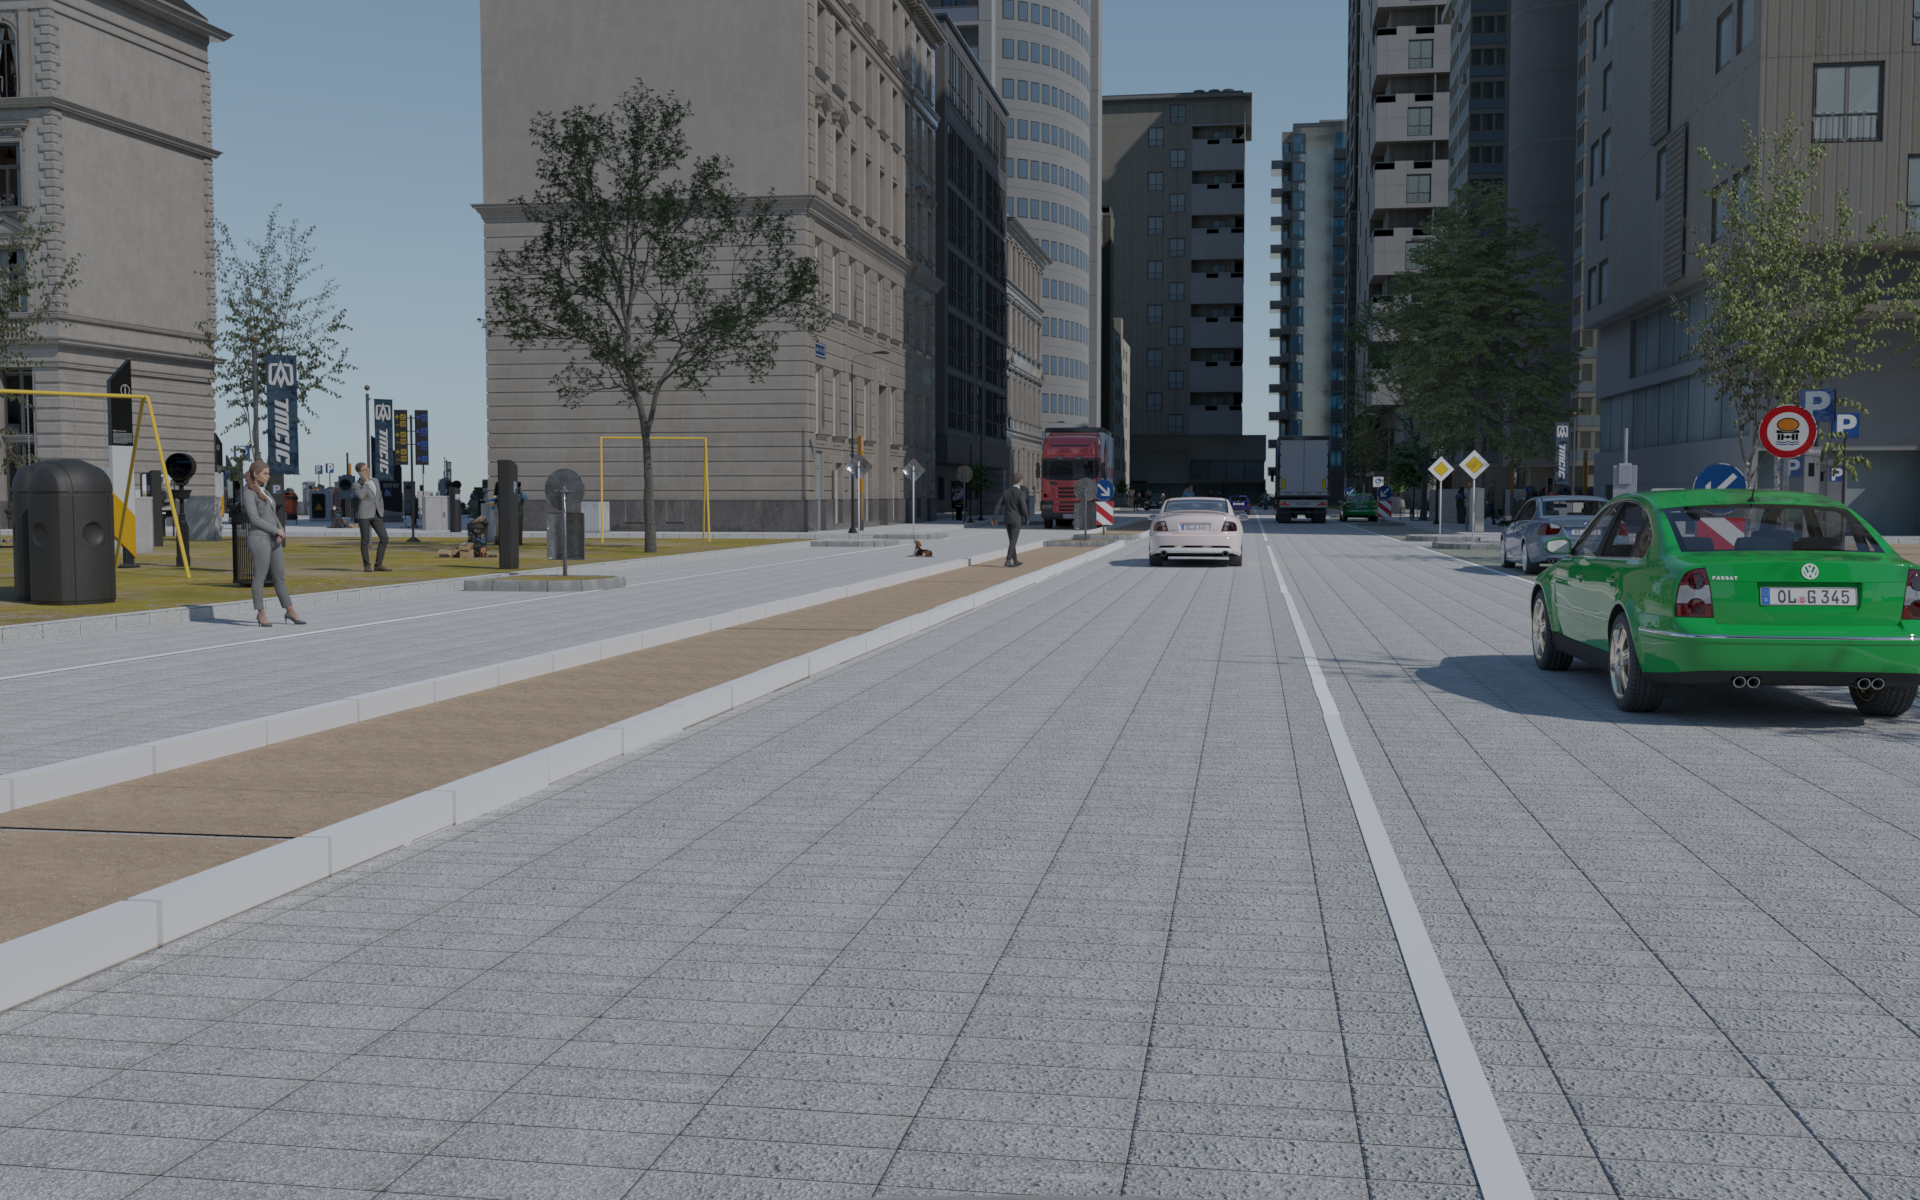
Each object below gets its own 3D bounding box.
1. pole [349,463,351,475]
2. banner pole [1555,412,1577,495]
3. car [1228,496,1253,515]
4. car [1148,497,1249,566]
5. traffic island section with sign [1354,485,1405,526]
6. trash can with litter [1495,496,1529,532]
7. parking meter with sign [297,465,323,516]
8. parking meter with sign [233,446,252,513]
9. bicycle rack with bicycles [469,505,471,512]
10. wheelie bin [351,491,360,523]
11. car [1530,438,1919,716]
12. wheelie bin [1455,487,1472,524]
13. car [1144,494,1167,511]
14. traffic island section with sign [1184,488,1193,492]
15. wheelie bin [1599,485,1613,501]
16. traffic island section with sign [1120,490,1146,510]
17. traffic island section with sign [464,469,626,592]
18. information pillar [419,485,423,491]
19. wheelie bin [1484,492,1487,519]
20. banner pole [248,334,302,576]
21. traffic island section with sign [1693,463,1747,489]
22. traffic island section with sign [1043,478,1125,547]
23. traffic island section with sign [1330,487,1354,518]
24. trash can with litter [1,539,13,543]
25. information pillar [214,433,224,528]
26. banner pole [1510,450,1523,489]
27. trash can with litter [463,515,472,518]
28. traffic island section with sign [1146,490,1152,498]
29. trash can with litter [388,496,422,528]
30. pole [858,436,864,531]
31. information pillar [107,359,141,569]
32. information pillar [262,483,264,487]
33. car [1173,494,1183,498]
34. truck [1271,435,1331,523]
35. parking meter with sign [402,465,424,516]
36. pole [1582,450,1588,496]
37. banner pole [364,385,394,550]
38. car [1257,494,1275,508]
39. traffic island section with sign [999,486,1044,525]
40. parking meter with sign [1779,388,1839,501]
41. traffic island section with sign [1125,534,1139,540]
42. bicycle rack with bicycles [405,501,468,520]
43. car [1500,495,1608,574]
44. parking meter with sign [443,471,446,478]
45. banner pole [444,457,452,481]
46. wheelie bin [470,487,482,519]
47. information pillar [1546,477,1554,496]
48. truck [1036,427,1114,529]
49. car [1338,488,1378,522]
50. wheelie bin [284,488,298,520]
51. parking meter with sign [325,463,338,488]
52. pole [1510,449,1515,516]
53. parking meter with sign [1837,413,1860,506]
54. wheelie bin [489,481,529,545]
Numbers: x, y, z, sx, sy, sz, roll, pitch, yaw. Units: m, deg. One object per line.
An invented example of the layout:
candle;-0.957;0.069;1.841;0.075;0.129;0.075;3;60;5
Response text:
pole;-40.325;-7.380;114.510;0.158;3.312;0.155;0;3;0
banner pole;18.472;-3.838;52.761;0.863;3.779;0.401;-1;4;-14
car;19.085;-6.493;118.740;1.945;1.354;3.894;1;4;9
car;4.903;-1.431;35.755;2.083;1.381;4.827;1;4;9
traffic island section with sign;18.976;-4.250;78.112;1.989;1.847;2.006;1;4;9
trash can with litter;19.384;-2.929;58.942;1.678;1.210;2.233;-3;5;-42
parking meter with sign;-39.108;-6.588;103.980;0.543;3.016;1.738;2;4;26
parking meter with sign;-25.892;-4.091;63.147;0.543;3.016;1.738;0;4;-5
bicycle rack with bicycles;-33.145;-6.038;112.098;2.925;0.926;2.852;-1;4;-16
wheelie bin;-26.600;-4.214;76.810;0.693;1.594;0.980;0;4;-3
car;5.400;-0.234;12.622;1.959;1.807;4.718;0;4;7
wheelie bin;21.832;-4.097;74.895;0.980;1.594;0.693;-1;4;-18
car;17.138;-8.691;151.889;2.009;1.686;4.222;1;4;10
traffic island section with sign;16.966;-7.391;128.981;2.006;1.907;1.989;1;4;9
wheelie bin;22.233;-3.117;58.876;0.980;1.594;0.693;1;4;12
traffic island section with sign;15.593;-9.076;157.021;1.989;1.847;2.006;1;4;9
traffic island section with sign;-6.198;-1.084;26.344;1.989;1.847;2.006;1;4;9
information pillar;-41.949;-7.981;134.987;0.304;2.012;0.304;0;4;-6
wheelie bin;27.049;-5.016;89.915;0.693;1.594;0.980;1;4;22
banner pole;-10.850;-2.282;27.331;0.863;3.779;0.401;-2;4;-31
traffic island section with sign;9.799;-0.884;23.073;1.989;1.847;2.006;1;4;9
traffic island section with sign;3.384;-2.411;47.556;2.006;1.907;1.989;1;4;9
traffic island section with sign;23.442;-5.881;104.779;1.989;1.847;2.006;1;4;9
trash can with litter;-24.976;-2.133;45.931;2.233;1.210;1.678;-2;4;-30
information pillar;-28.336;-4.579;66.227;0.183;3.616;0.504;0;4;5
banner pole;31.948;-6.682;99.264;0.863;3.779;0.401;1;4;19
trash can with litter;-26.279;-5.080;94.115;1.678;1.210;2.233;-3;5;-41
traffic island section with sign;20.035;-10.702;183.609;1.989;1.847;2.006;1;4;9
trash can with litter;-20.632;-3.320;65.338;1.678;1.210;2.233;-1;4;-22
pole;-3.471;-4.080;60.550;0.158;3.312;0.155;0;3;0
information pillar;-14.434;-2.354;29.835;0.183;3.616;0.504;1;4;18
information pillar;-25.813;-3.669;64.485;0.304;2.012;0.304;1;4;8
car;25.191;-11.250;195.742;2.131;1.459;4.920;1;4;10
truck;17.354;-6.083;88.377;2.839;4.237;11.283;1;4;9
parking meter with sign;-32.480;-6.470;102.050;1.738;3.016;0.543;-2;4;-26
pole;28.885;-5.274;80.071;0.158;3.312;0.155;0;3;0
banner pole;-13.447;-3.058;40.018;0.401;3.779;0.863;3;5;43
car;32.979;-10.642;185.795;2.131;1.459;4.920;0;4;8
traffic island section with sign;2.932;-4.432;81.088;1.989;1.847;2.006;1;4;9
parking meter with sign;13.651;-1.955;28.223;0.543;3.016;1.738;3;5;45
traffic island section with sign;4.612;-2.858;54.861;2.006;1.907;1.989;1;4;9
bicycle rack with bicycles;-26.642;-4.510;87.119;2.852;0.926;2.925;0;4;-5
car;11.078;-1.213;31.833;2.014;1.417;4.499;1;4;10
parking meter with sign;-38.701;-8.267;131.428;0.543;3.016;1.738;0;4;-4
banner pole;-34.741;-7.791;117.401;0.863;3.779;0.401;2;4;29
wheelie bin;-21.441;-4.245;77.309;0.693;1.594;0.980;3;5;41
information pillar;25.598;-4.325;75.201;0.304;2.012;0.304;1;4;14
truck;5.133;-5.269;75.065;2.839;4.237;11.283;0;4;8
car;20.748;-4.979;90.200;1.959;1.807;4.718;1;4;9
wheelie bin;-33.312;-4.781;86.077;0.693;1.594;0.980;-3;5;-41
parking meter with sign;-35.024;-6.225;98.035;1.738;3.016;0.543;2;4;24
pole;24.840;-5.141;77.906;0.158;3.312;0.155;0;3;0
parking meter with sign;19.199;-2.556;38.052;0.543;3.016;1.738;1;4;13
wheelie bin;-11.323;-2.182;43.587;0.980;1.594;0.693;-2;4;-31
